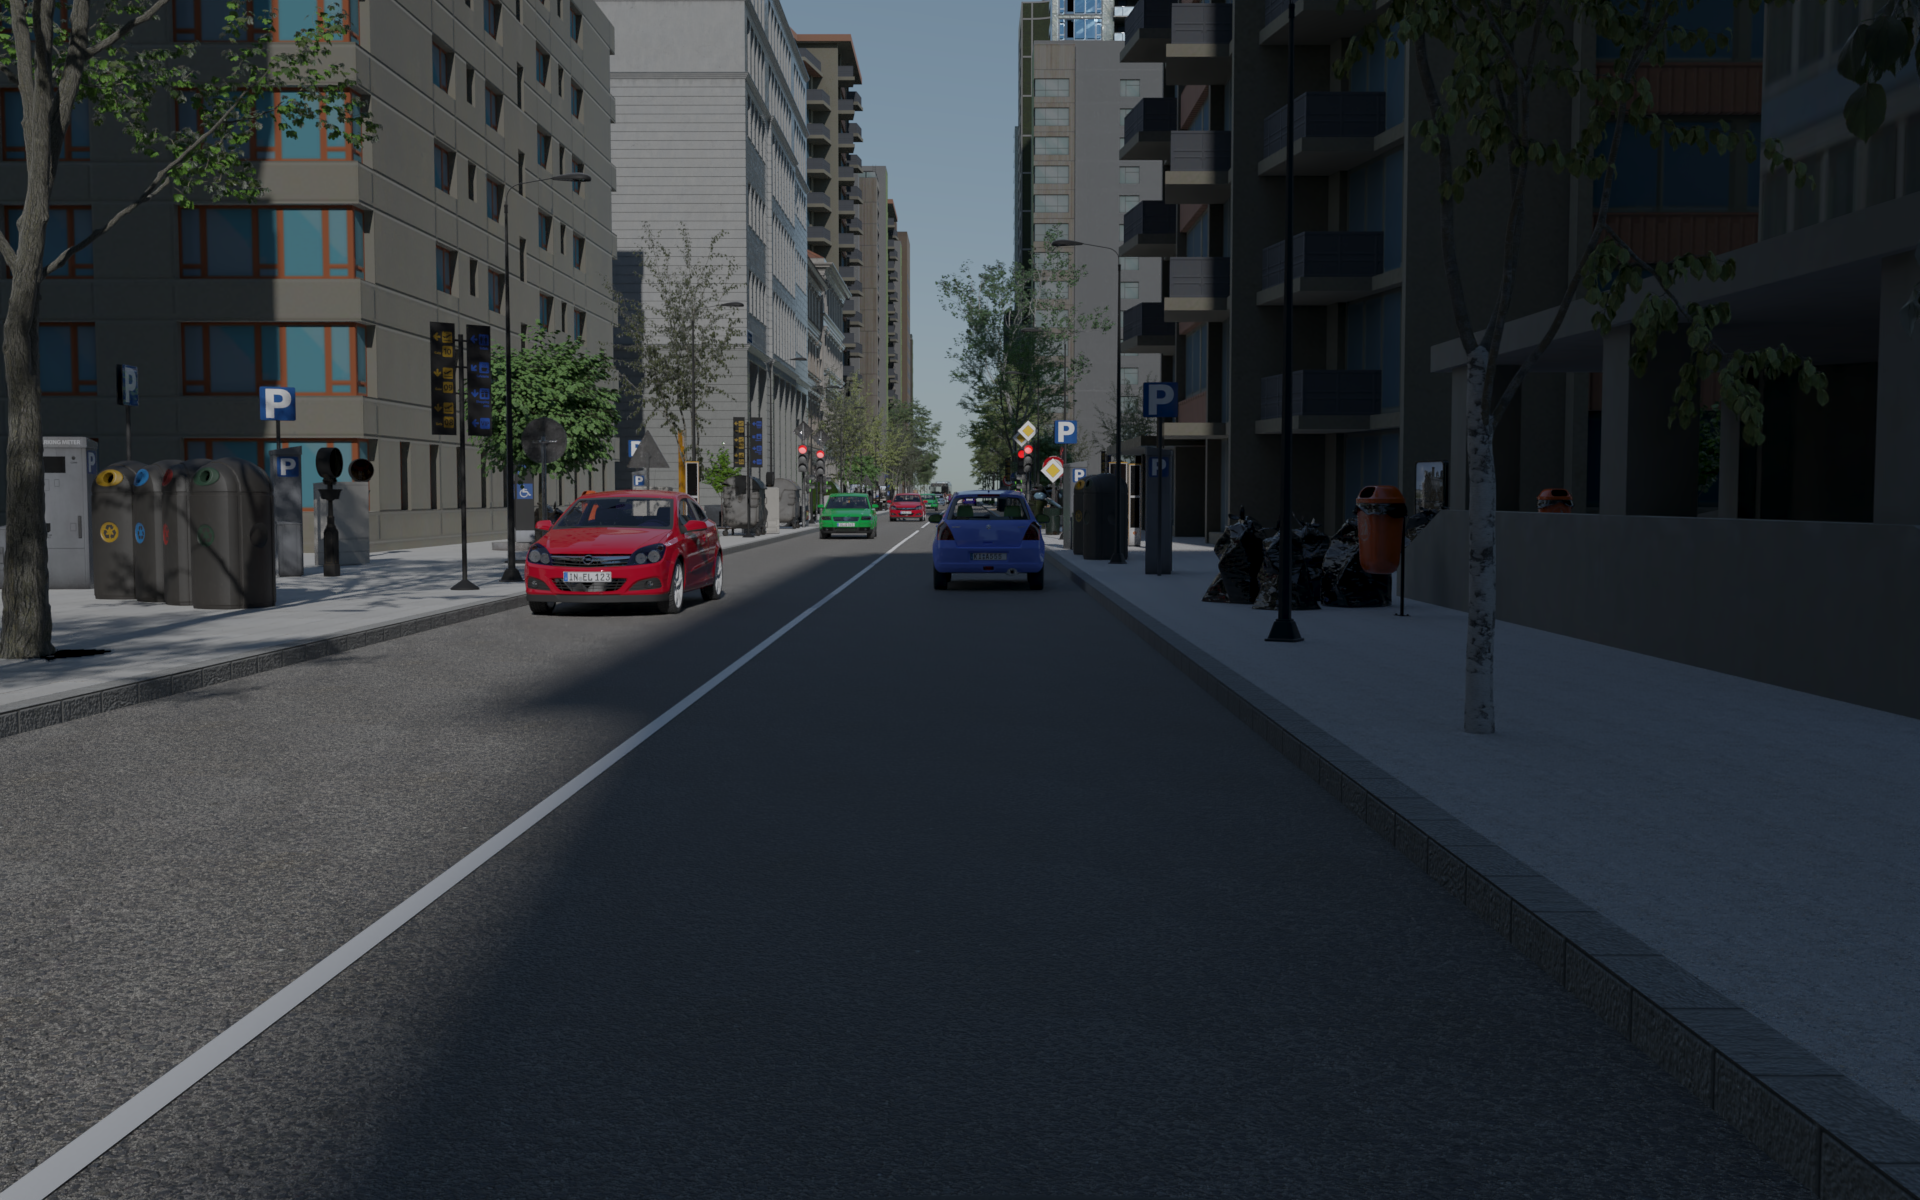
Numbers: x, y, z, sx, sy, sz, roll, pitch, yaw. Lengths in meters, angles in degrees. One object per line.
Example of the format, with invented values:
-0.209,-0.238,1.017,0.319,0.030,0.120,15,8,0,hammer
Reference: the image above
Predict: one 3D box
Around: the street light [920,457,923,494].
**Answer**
-5.318,-14.018,201.734,1.470,5.913,1.316,0,4,0,street light

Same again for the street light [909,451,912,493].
-5.511,-11.965,168.168,1.470,5.913,1.316,0,4,0,street light

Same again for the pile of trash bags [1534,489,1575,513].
8.657,-1.182,29.071,3.447,1.369,1.912,-1,4,-10,pile of trash bags

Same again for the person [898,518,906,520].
-3.166,-5.022,94.884,0.640,1.303,0.475,2,4,35,person

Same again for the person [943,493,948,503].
-1.854,-12.970,222.029,0.593,1.643,0.415,-3,5,-44,person

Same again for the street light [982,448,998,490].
2.886,-12.337,174.254,1.470,5.913,1.316,0,4,0,street light

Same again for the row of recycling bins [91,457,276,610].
-9.205,-0.820,20.520,3.534,1.692,1.069,3,5,42,row of recycling bins

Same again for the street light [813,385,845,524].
-5.830,-6.216,74.180,1.470,5.913,1.316,0,4,0,street light

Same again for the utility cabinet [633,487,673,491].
-9.158,-2.633,51.735,1.173,1.500,0.318,1,4,19,utility cabinet

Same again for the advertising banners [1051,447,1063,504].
3.642,-4.202,64.888,0.090,3.025,2.074,-1,4,-8,advertising banners

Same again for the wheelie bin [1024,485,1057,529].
2.904,-3.397,63.454,0.693,1.594,0.980,-2,4,-27,wheelie bin

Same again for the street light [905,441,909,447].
-5.434,-10.938,151.384,1.470,5.913,1.316,0,4,0,street light

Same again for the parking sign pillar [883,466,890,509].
-6.181,-9.755,147.965,1.447,3.967,1.447,0,4,-1,parking sign pillar

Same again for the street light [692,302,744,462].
-5.913,-4.247,41.984,1.470,5.913,1.316,0,4,0,street light

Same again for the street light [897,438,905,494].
-5.505,-10.383,142.309,1.470,5.913,1.316,0,4,0,street light

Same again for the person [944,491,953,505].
-1.048,-9.813,169.619,1.217,1.739,0.721,-2,4,-33,person

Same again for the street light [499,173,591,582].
-6.028,-3.221,25.201,1.470,5.913,1.316,0,4,0,street light

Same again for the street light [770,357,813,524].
-5.888,-5.283,58.912,1.470,5.913,1.316,0,4,0,street light

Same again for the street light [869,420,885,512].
-5.648,-8.324,108.631,1.470,5.913,1.316,0,4,0,street light

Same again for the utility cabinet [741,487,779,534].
-6.409,-2.870,55.603,1.173,1.500,0.318,-1,4,-21,utility cabinet

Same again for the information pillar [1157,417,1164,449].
4.597,-2.962,39.780,0.183,3.616,0.504,1,4,18,information pillar

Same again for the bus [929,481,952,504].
-2.664,-15.357,245.949,2.948,3.499,13.247,0,4,2,bus

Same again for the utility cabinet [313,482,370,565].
-11.129,-1.375,31.158,0.318,1.500,1.173,1,4,17,utility cabinet

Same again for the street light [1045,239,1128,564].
2.368,-3.621,31.749,1.470,5.913,1.316,0,4,0,street light

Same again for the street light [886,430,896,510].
-5.557,-9.350,125.414,1.470,5.913,1.316,0,4,0,street light

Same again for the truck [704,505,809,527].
-15.681,-4.966,70.952,18.799,4.110,2.967,0,4,1,truck

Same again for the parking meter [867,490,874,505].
-5.813,-6.398,113.014,0.372,1.533,0.369,0,3,0,parking meter

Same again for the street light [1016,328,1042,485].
2.396,-4.649,48.545,1.470,5.913,1.316,0,4,0,street light

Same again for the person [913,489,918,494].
-3.822,-8.521,147.794,0.580,1.828,0.573,2,4,28,person

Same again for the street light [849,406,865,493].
-5.767,-7.297,91.848,1.470,5.913,1.316,0,4,0,street light

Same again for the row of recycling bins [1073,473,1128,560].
2.893,-1.724,35.307,1.069,1.692,3.534,0,3,0,row of recycling bins

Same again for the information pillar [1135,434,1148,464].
7.042,-4.637,67.173,0.504,3.616,0.183,0,4,-7,information pillar

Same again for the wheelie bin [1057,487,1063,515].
3.926,-4.096,74.874,0.980,1.594,0.693,0,4,-7,wheelie bin

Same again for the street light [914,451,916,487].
-5.372,-12.991,184.951,1.470,5.913,1.316,0,4,0,street light

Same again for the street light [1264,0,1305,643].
2.294,-2.595,14.966,1.470,5.913,1.316,0,4,0,street light

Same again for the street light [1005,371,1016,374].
2.418,-5.692,65.604,1.470,5.913,1.316,0,4,0,street light

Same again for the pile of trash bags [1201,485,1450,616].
4.109,-0.598,19.535,1.912,1.369,3.447,-1,4,-13,pile of trash bags

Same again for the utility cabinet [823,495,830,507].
-5.957,-4.086,77.971,0.306,1.237,1.020,0,4,5,utility cabinet

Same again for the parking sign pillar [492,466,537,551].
-10.018,-3.133,39.692,1.447,3.967,1.447,-1,4,-17,parking sign pillar

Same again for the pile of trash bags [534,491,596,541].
-10.216,-2.215,45.974,1.912,1.369,3.447,-2,4,-30,pile of trash bags

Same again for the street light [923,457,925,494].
-5.158,-16.028,234.592,1.470,5.913,1.316,0,4,0,street light
